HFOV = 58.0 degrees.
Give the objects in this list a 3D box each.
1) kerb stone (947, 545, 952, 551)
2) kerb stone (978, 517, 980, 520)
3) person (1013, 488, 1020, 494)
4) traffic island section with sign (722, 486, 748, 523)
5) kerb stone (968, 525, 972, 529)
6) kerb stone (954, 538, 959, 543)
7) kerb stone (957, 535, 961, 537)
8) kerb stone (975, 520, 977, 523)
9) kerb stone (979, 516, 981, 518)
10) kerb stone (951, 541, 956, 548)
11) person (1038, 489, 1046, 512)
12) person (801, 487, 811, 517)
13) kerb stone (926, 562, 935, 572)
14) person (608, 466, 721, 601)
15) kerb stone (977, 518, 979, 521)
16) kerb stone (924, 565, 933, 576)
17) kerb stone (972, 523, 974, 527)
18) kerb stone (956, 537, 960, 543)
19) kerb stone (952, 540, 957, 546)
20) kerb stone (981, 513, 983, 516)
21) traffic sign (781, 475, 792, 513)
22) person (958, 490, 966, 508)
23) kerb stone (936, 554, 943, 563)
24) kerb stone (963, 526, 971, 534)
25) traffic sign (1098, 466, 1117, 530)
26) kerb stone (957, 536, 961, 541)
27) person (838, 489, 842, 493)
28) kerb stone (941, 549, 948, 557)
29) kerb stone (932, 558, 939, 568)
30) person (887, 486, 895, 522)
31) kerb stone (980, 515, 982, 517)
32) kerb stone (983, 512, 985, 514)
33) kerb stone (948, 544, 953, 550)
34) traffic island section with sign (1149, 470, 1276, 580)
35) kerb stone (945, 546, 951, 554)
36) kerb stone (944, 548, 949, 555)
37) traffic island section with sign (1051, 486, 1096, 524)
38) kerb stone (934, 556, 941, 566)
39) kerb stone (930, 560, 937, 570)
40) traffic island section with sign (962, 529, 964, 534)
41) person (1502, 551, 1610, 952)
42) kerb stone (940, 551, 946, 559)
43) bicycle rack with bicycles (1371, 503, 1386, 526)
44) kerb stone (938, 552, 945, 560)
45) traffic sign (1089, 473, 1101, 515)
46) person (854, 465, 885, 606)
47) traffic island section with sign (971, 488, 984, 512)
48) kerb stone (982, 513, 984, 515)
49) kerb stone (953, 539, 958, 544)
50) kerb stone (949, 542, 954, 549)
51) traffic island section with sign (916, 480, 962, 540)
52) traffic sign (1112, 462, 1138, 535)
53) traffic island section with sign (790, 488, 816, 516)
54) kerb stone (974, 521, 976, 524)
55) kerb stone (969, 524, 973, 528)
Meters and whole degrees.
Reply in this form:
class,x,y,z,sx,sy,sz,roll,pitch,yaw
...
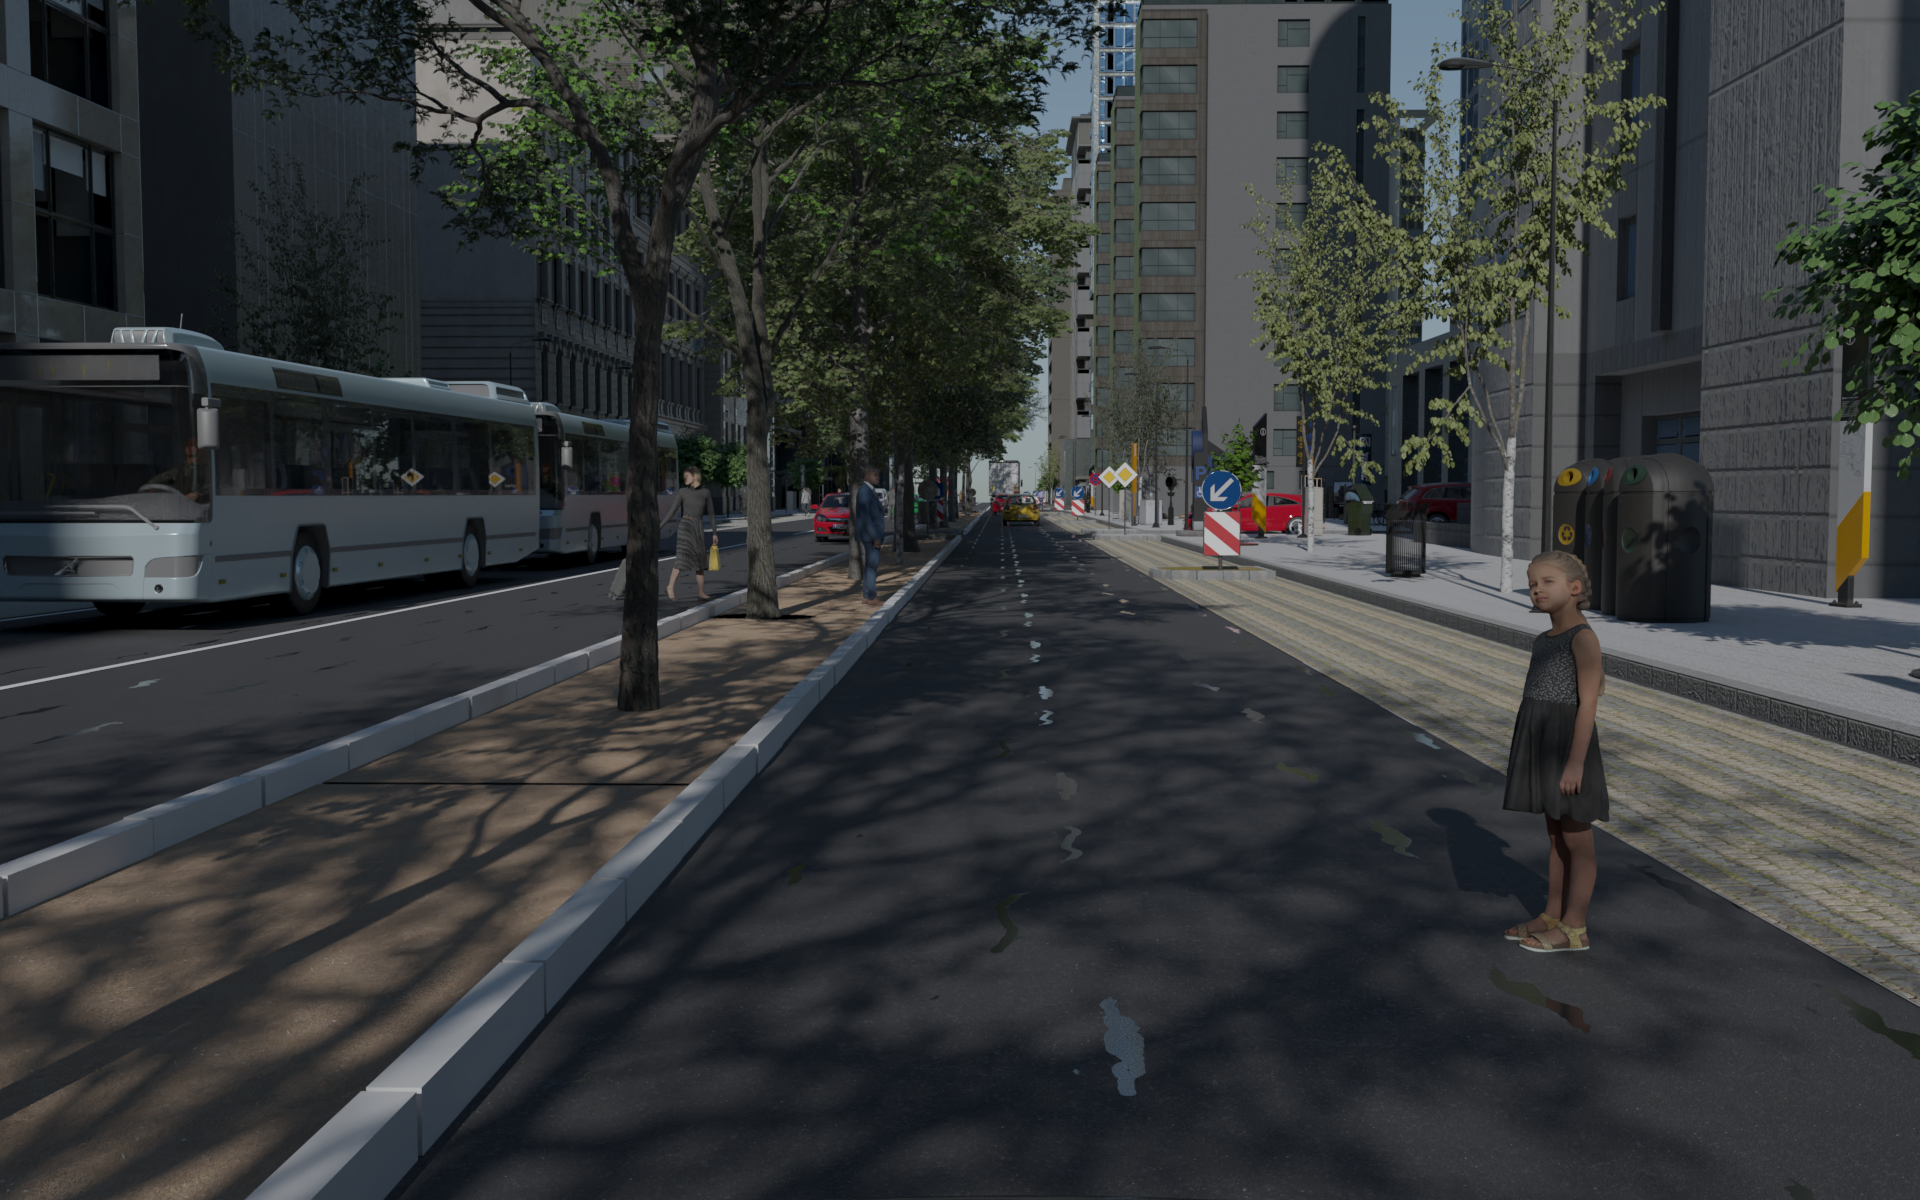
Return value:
class,x,y,z,sx,sy,sz,roll,pitch,yaw
kerb stone,-0.317,-1.160,41.165,0.120,0.150,1.000,0,4,1
kerb stone,0.806,-4.010,87.806,0.120,0.150,1.000,0,4,1
person,3.943,-6.812,119.843,0.580,1.828,0.573,2,4,25
traffic island section with sign,-10.603,-4.699,85.456,1.989,1.847,2.006,0,4,1
kerb stone,0.284,-2.696,66.274,0.120,0.150,1.000,0,4,1
kerb stone,-0.173,-1.536,47.318,0.120,0.150,1.000,0,4,1
kerb stone,-0.100,-1.724,50.385,0.120,0.150,1.000,0,4,1
kerb stone,0.582,-3.448,78.576,0.120,0.150,1.000,0,4,1
kerb stone,0.887,-4.199,90.881,0.120,0.150,1.000,0,4,1
kerb stone,-0.246,-1.349,44.245,0.120,0.150,1.000,0,4,1
person,6.723,-8.154,141.686,0.709,1.838,0.599,2,4,31
person,-9.512,-6.054,107.324,0.795,1.843,0.661,3,5,42
kerb stone,-0.565,-0.533,30.913,0.120,0.150,1.000,0,4,1
person,-3.926,-0.892,23.303,1.509,1.804,0.699,2,4,26
kerb stone,0.727,-3.822,84.714,0.120,0.150,1.000,0,4,1
kerb stone,-0.589,-0.470,29.885,0.120,0.150,1.000,0,4,1
kerb stone,0.387,-2.946,70.380,0.120,0.150,1.000,0,4,1
kerb stone,-0.143,-1.599,48.340,0.120,0.150,1.000,0,4,1
kerb stone,-0.222,-1.411,45.267,0.120,0.150,1.000,0,4,1
kerb stone,1.154,-4.890,102.148,0.120,0.150,1.000,0,4,1
traffic sign,-11.806,-7.188,117.629,0.768,2.556,0.104,0,4,8
person,0.119,-10.442,179.328,1.348,1.812,0.705,-1,4,-20
kerb stone,-0.463,-0.784,35.021,0.120,0.150,1.000,0,4,1
kerb stone,0.255,-2.627,65.253,0.120,0.150,1.000,0,4,1
traffic sign,5.363,-3.586,62.279,0.795,2.450,0.064,0,4,1
kerb stone,-0.128,-1.662,49.362,0.120,0.150,1.000,0,4,1
person,-7.425,-5.914,105.557,0.716,1.782,0.532,-1,4,-22
kerb stone,-0.388,-0.967,38.091,0.120,0.150,1.000,0,4,1
kerb stone,-0.518,-0.659,32.965,0.120,0.150,1.000,0,4,1
person,-3.426,-4.867,87.880,0.655,1.846,0.447,2,4,26
kerb stone,1.005,-4.513,96.011,0.120,0.150,1.000,0,4,1
kerb stone,1.328,-5.326,109.316,0.120,0.150,1.000,0,4,1
kerb stone,-0.296,-1.220,42.187,0.120,0.150,1.000,0,4,1
traffic island section with sign,4.275,-1.288,29.682,1.989,1.847,2.006,0,4,1
kerb stone,-0.350,-1.097,40.135,0.120,0.150,1.000,0,4,1
kerb stone,-0.375,-1.032,39.113,0.120,0.150,1.000,0,4,1
traffic island section with sign,5.607,-4.640,84.498,1.989,1.847,2.006,0,4,1
kerb stone,-0.492,-0.720,33.995,0.120,0.150,1.000,0,4,1
kerb stone,-0.550,-0.593,31.935,0.120,0.150,1.000,0,4,1
traffic island section with sign,-0.868,-3.305,62.167,2.006,1.907,1.989,0,4,1
person,1.874,0.471,5.464,0.373,1.253,0.362,0,4,-7
kerb stone,-0.427,-0.907,37.069,0.120,0.150,1.000,0,4,1
bicycle rack with bicycles,17.385,-3.471,70.129,2.925,0.926,2.852,-1,4,-10
kerb stone,-0.446,-0.847,36.047,0.120,0.150,1.000,0,4,1
traffic sign,8.102,-6.331,103.623,0.768,2.556,0.104,0,4,5
person,-1.152,-0.832,22.292,0.419,1.800,0.721,0,4,-5
traffic island section with sign,0.938,-7.899,137.283,2.006,1.907,1.989,0,4,1
kerb stone,1.207,-5.015,104.194,0.120,0.150,1.000,0,4,1
kerb stone,-0.199,-1.474,46.296,0.120,0.150,1.000,0,4,1
kerb stone,-0.277,-1.284,43.219,0.120,0.150,1.000,0,4,1
traffic island section with sign,-1.056,-2.852,54.762,2.006,1.907,1.989,0,4,1
traffic sign,5.170,-3.098,54.296,0.795,2.450,0.064,0,4,1
traffic island section with sign,-9.957,-6.347,112.403,1.989,1.847,2.006,0,4,1
kerb stone,0.508,-3.261,75.506,0.120,0.150,1.000,0,4,1
kerb stone,0.335,-2.818,68.321,0.120,0.150,1.000,0,4,1
